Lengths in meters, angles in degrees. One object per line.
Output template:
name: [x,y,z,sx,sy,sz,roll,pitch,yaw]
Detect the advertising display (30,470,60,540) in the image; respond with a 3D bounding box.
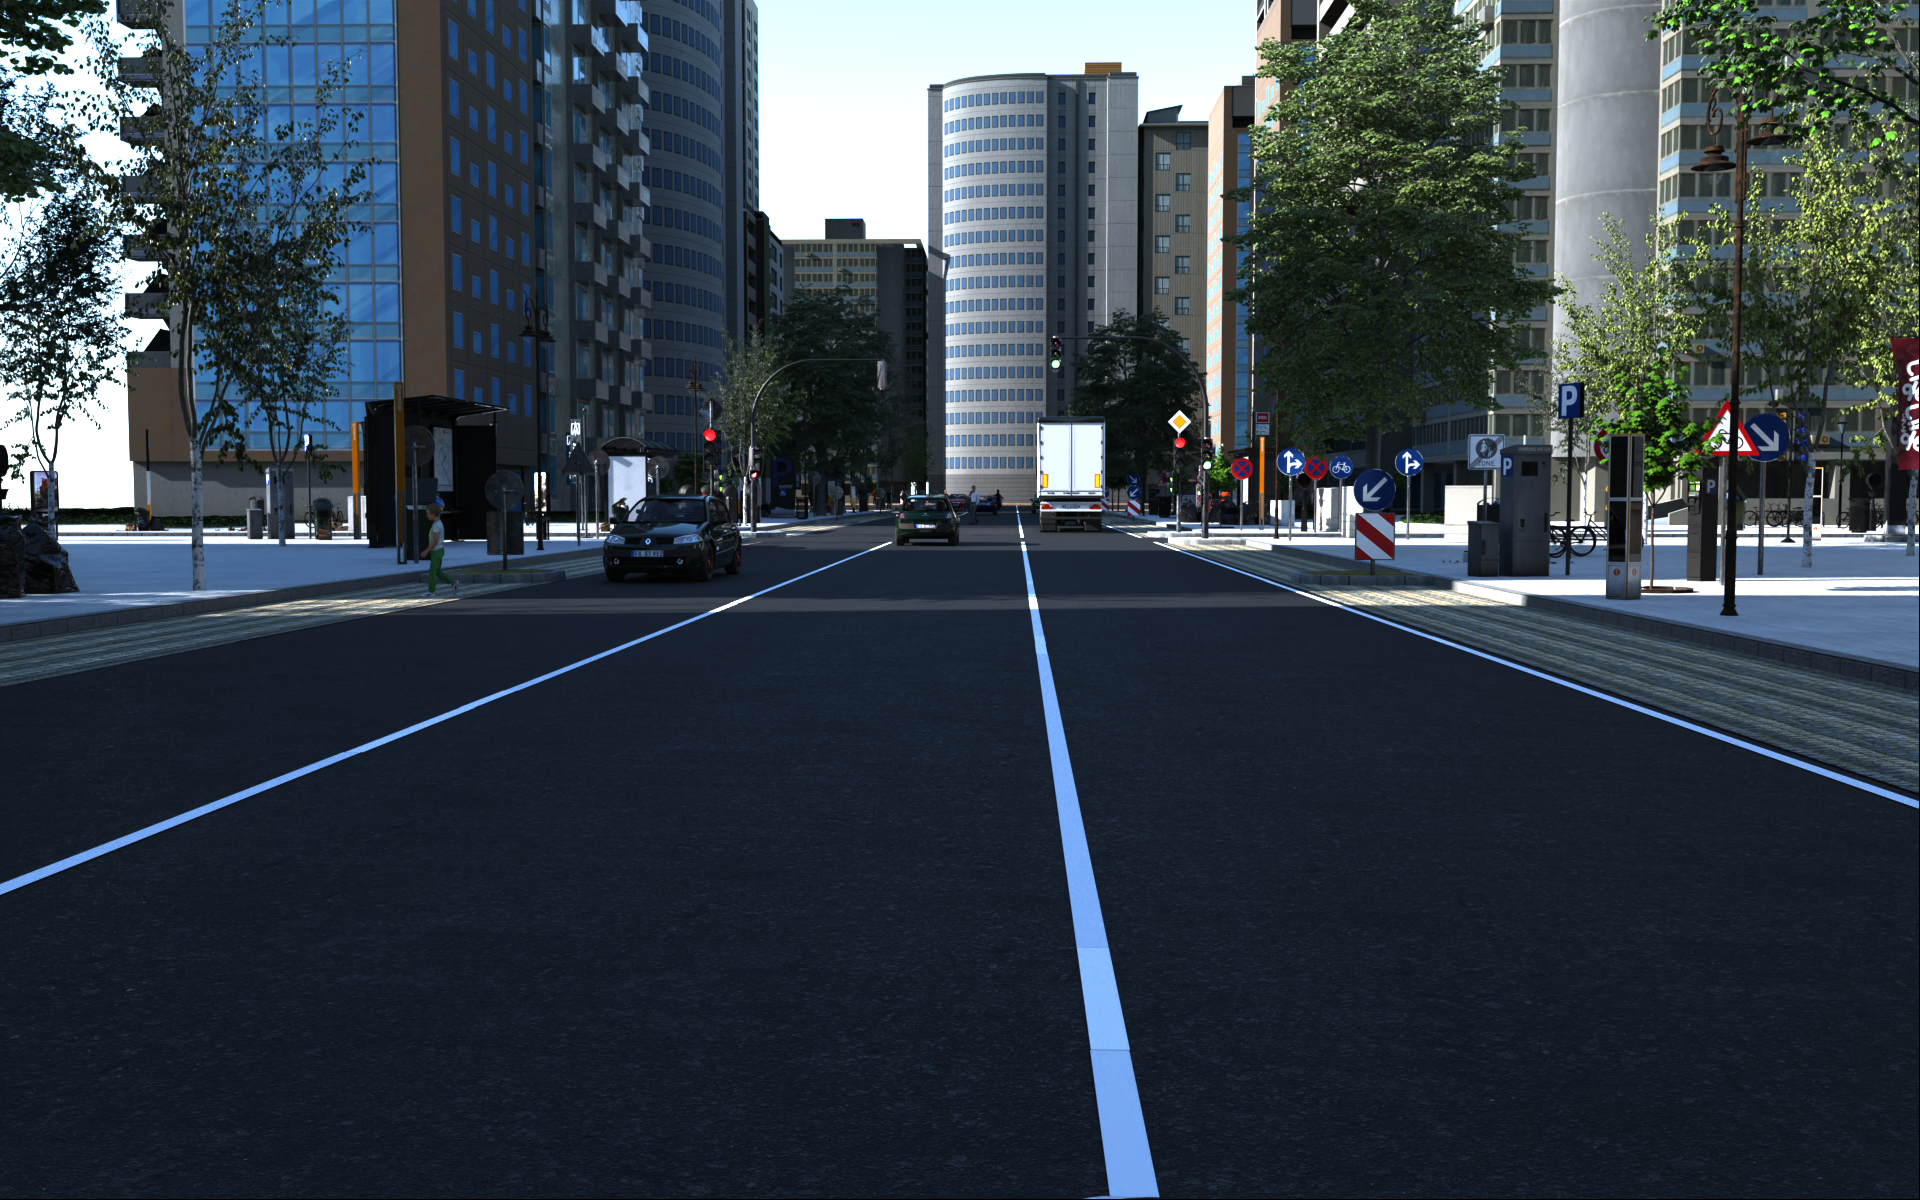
advertising display: [-25.179,-2.596,47.663,0.123,1.923,0.974,1,4,11]

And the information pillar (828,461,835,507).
information pillar: [-8.054,-7.177,108.696,0.504,3.616,0.183,2,4,28]

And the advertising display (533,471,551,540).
advertising display: [-11.678,-2.642,48.412,0.123,1.923,0.974,-2,4,-34]

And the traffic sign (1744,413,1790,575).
traffic sign: [12.710,-1.671,27.434,0.768,2.556,0.104,0,4,5]

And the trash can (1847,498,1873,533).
trash can: [29.773,-2.793,57.326,0.748,1.137,0.748,0,3,0]

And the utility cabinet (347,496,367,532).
utility cabinet: [-20.351,-2.929,59.055,1.020,1.237,0.306,1,4,15]

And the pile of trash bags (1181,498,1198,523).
pile of trash bags: [10.861,-4.150,77.601,1.912,1.369,3.447,0,4,0]

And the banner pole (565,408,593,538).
banner pole: [-11.093,-3.703,50.560,0.863,3.779,0.401,2,4,35]

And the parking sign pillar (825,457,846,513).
parking sign pillar: [-8.538,-7.964,118.679,1.447,3.967,1.447,0,4,-4]

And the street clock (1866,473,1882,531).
street clock: [31.688,-3.396,60.094,0.471,2.002,0.358,0,4,2]

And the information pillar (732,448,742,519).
information pillar: [-11.341,-5.927,88.258,0.504,3.616,0.183,1,4,8]

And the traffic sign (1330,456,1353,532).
traffic sign: [12.711,-3.529,57.801,0.768,2.556,0.104,0,4,6]

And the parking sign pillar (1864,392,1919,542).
parking sign pillar: [25.141,-3.549,46.503,1.447,3.967,1.447,1,4,23]

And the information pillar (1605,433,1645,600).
information pillar: [8.103,-1.016,21.100,0.304,2.012,0.304,-2,4,-35]

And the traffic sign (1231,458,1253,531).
traffic sign: [9.882,-3.711,60.778,0.768,2.556,0.104,0,4,7]

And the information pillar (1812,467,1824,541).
information pillar: [23.606,-2.646,47.758,0.304,2.012,0.304,1,4,22]

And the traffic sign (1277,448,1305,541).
traffic sign: [9.067,-2.899,47.509,0.768,2.556,0.104,0,4,8]

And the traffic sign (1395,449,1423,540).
traffic sign: [12.595,-2.968,48.636,0.768,2.556,0.104,0,4,8]

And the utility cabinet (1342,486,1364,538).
utility cabinet: [11.626,-2.547,50.324,0.318,1.500,1.173,-2,4,-31]

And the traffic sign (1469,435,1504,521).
traffic sign: [8.990,-1.684,29.657,0.606,2.300,0.079,0,4,5]

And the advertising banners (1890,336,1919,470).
advertising banners: [11.354,-1.405,19.154,2.074,3.025,0.090,1,4,11]

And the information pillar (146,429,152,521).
information pillar: [-29.349,-4.361,62.652,0.183,3.616,0.504,-1,4,-21]

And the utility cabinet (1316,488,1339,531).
utility cabinet: [12.594,-3.107,59.485,0.318,1.500,1.173,-1,4,-14]

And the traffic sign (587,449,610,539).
traffic sign: [-10.359,-3.017,49.441,0.768,2.556,0.104,1,4,9]

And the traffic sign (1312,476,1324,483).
traffic sign: [13.337,-3.973,65.071,0.768,2.556,0.104,0,4,7]

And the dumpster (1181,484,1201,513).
dumpster: [14.052,-6.063,104.893,1.264,1.857,1.865,0,4,2]

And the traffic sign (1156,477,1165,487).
traffic sign: [15.073,-7.904,129.232,0.884,2.594,0.081,0,4,5]

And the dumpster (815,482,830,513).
dumpster: [-9.185,-6.995,116.868,1.502,2.255,1.985,0,4,2]

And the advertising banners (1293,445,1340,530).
advertising banners: [12.934,-4.028,62.041,2.074,3.025,0.090,0,4,-1]

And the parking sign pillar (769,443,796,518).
parking sign pillar: [-9.395,-6.323,91.853,1.447,3.967,1.447,0,4,-5]

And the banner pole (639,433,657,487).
banner pole: [-12.815,-4.943,70.834,0.863,3.779,0.401,1,4,13]

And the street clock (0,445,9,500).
street clock: [-14.059,-1.266,25.267,0.471,2.002,0.358,3,5,42]

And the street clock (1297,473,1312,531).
street clock: [11.833,-3.360,59.502,0.471,2.002,0.358,2,4,24]

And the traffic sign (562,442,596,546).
traffic sign: [-9.443,-2.622,42.866,0.884,2.594,0.081,1,4,10]

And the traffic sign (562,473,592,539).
traffic sign: [-10.795,-2.988,48.851,0.884,2.594,0.081,1,4,10]

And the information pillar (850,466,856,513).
information pillar: [-7.334,-7.788,118.693,0.183,3.616,0.504,2,4,30]

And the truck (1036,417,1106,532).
truck: [4.342,-4.857,68.332,2.839,4.237,11.283,0,4,3]

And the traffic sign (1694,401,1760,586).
traffic sign: [10.684,-1.481,24.215,0.884,2.594,0.081,1,4,11]

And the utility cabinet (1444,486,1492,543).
utility cabinet: [13.235,-2.228,45.109,1.173,1.500,0.318,1,4,17]

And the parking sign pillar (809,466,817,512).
parking sign pillar: [-9.838,-8.122,121.264,1.447,3.967,1.447,2,4,33]

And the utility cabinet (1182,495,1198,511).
utility cabinet: [12.878,-5.254,97.058,0.306,1.237,1.020,-3,4,-38]

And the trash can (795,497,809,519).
trash can: [-7.974,-4.642,87.551,0.748,1.137,0.748,0,3,0]

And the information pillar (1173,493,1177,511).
information pillar: [16.478,-7.845,132.749,0.304,2.012,0.304,0,4,-4]

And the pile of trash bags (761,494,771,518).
pile of trash bags: [-10.586,-5.287,96.192,1.912,1.369,3.447,-2,4,-33]

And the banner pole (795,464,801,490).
banner pole: [-11.466,-7.996,120.757,0.863,3.779,0.401,-1,4,-12]

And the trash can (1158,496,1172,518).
trash can: [11.039,-5.003,93.448,0.748,1.137,0.748,0,3,0]

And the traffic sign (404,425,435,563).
traffic sign: [-10.094,-1.956,32.087,0.768,2.556,0.104,0,4,5]
